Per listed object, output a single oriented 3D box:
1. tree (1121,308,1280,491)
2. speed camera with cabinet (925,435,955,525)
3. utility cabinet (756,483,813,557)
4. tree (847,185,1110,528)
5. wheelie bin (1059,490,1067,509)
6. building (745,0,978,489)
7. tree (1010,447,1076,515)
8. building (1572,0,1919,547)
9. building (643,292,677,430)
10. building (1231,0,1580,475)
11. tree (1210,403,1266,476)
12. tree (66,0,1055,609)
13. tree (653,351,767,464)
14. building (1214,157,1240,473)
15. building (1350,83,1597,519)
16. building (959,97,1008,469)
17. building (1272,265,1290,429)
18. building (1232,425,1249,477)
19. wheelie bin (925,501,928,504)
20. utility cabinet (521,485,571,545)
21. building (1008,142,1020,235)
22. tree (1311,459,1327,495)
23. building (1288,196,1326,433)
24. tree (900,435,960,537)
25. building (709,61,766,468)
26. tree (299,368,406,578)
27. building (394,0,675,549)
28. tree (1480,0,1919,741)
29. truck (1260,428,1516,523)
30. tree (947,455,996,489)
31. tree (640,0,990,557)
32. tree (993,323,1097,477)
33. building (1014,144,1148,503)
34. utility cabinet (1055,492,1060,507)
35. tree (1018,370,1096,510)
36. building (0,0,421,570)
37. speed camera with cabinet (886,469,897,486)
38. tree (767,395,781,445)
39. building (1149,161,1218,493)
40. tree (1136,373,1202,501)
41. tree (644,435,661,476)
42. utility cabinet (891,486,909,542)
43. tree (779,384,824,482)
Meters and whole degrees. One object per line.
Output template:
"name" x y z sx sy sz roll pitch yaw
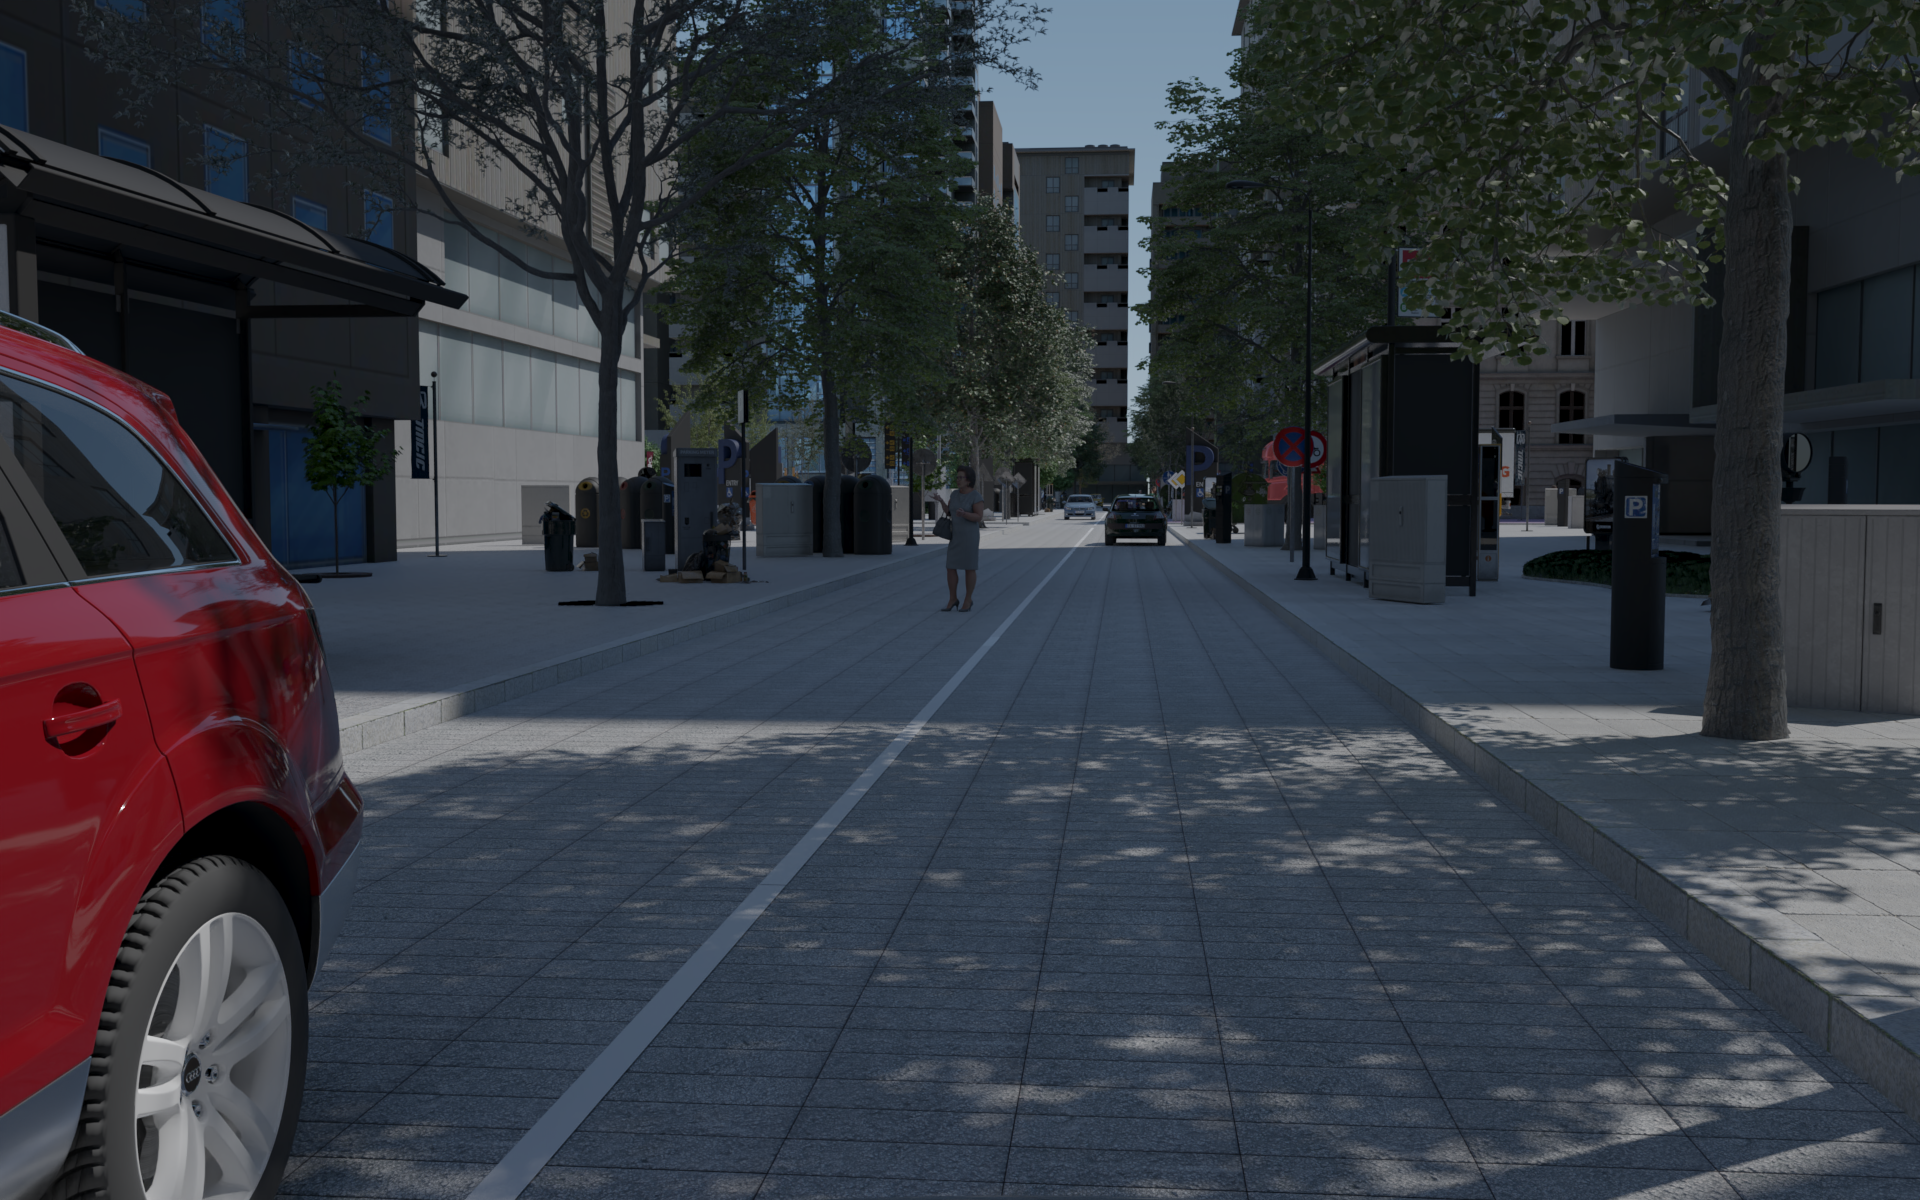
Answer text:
"tree" 12.240 -9.203 84.884 7.601 10.594 8.767 -1 4 -11
"speed camera with cabinet" -0.561 -3.746 55.579 0.660 3.252 2.038 2 4 24
"utility cabinet" -3.577 -1.632 35.361 1.173 1.500 0.318 -3 4 -36
"tree" 0.512 -9.050 64.973 9.611 12.733 9.660 0 3 0
"wheelie bin" 8.973 -8.715 150.398 0.693 1.594 0.980 0 4 -4
"building" -8.348 -52.491 170.896 22.319 86.520 31.000 0 4 5
"tree" 4.551 -7.615 108.226 4.285 4.588 4.351 0 3 0
"building" 29.371 -27.488 38.665 28.713 52.752 27.495 0 4 5
"building" -47.041 -36.265 216.628 21.600 48.544 21.300 0 4 5
"building" 41.711 -35.500 169.656 28.713 52.752 27.495 0 4 5
"tree" 19.017 -10.297 118.717 4.737 8.622 4.395 0 3 0
"tree" -4.070 -6.688 19.721 12.009 13.543 11.850 0 3 0
"tree" -12.865 -8.336 86.659 4.737 8.622 4.395 0 3 0
"building" 38.266 -32.328 212.160 14.154 41.232 14.086 0 4 5
"building" 37.192 -16.666 91.573 34.723 24.649 14.460 0 4 5
"building" -2.647 -33.282 194.276 14.600 45.320 14.200 0 4 5
"building" 31.742 -19.335 135.214 14.460 24.649 34.723 0 4 5
"building" 40.243 -46.203 193.668 20.563 71.187 20.611 0 4 5
"wheelie bin" -3.156 -9.013 155.270 0.693 1.594 0.980 -3 4 -38
"utility cabinet" -10.343 -2.118 43.305 1.173 1.500 0.318 0 4 -7
"building" -0.070 -34.662 216.840 14.200 45.320 14.600 0 4 5
"tree" 14.921 -4.589 69.636 1.663 3.219 1.824 0 3 0
"building" 26.253 -15.890 108.951 9.793 20.994 18.267 0 4 5
"tree" -1.134 -3.503 51.881 1.663 3.219 1.824 0 3 0
"building" -21.533 -38.031 211.051 27.495 52.752 28.713 0 4 5
"tree" -9.652 -1.959 26.626 1.663 3.219 1.824 0 3 0
"building" -24.399 -28.181 50.004 27.495 52.752 28.713 0 4 5
"tree" 4.308 -5.523 8.431 7.486 12.596 7.792 0 3 0
"truck" 18.100 -5.286 75.344 11.283 4.237 2.839 0 4 6
"tree" 0.466 -7.308 103.205 4.285 4.588 4.351 0 3 0
"tree" -2.874 -7.122 34.575 7.486 12.596 7.792 0 3 0
"tree" 4.710 -12.997 119.155 9.857 13.997 8.962 0 3 0
"building" 14.475 -41.047 260.360 27.495 52.752 28.713 0 4 5
"utility cabinet" 8.687 -8.883 153.914 0.318 1.500 1.173 1 4 12
"tree" 7.632 -13.348 143.999 9.928 11.665 9.643 0 3 0
"building" -17.928 -22.975 25.746 14.600 45.320 14.200 0 4 5
"speed camera with cabinet" -4.370 -6.761 104.878 0.660 3.252 2.038 0 4 1
"tree" -14.181 -10.424 120.798 4.737 8.622 4.395 0 3 0
"building" 38.523 -38.553 254.046 21.600 48.544 21.300 0 4 5
"tree" 12.394 -9.228 101.239 4.360 8.622 3.978 0 3 0
"tree" -17.458 -6.858 95.846 4.285 4.588 4.351 0 3 0
"utility cabinet" -1.850 -2.268 45.764 1.173 1.500 0.318 -3 5 -44
"tree" -10.396 -10.155 116.402 4.360 8.622 3.978 0 3 0
